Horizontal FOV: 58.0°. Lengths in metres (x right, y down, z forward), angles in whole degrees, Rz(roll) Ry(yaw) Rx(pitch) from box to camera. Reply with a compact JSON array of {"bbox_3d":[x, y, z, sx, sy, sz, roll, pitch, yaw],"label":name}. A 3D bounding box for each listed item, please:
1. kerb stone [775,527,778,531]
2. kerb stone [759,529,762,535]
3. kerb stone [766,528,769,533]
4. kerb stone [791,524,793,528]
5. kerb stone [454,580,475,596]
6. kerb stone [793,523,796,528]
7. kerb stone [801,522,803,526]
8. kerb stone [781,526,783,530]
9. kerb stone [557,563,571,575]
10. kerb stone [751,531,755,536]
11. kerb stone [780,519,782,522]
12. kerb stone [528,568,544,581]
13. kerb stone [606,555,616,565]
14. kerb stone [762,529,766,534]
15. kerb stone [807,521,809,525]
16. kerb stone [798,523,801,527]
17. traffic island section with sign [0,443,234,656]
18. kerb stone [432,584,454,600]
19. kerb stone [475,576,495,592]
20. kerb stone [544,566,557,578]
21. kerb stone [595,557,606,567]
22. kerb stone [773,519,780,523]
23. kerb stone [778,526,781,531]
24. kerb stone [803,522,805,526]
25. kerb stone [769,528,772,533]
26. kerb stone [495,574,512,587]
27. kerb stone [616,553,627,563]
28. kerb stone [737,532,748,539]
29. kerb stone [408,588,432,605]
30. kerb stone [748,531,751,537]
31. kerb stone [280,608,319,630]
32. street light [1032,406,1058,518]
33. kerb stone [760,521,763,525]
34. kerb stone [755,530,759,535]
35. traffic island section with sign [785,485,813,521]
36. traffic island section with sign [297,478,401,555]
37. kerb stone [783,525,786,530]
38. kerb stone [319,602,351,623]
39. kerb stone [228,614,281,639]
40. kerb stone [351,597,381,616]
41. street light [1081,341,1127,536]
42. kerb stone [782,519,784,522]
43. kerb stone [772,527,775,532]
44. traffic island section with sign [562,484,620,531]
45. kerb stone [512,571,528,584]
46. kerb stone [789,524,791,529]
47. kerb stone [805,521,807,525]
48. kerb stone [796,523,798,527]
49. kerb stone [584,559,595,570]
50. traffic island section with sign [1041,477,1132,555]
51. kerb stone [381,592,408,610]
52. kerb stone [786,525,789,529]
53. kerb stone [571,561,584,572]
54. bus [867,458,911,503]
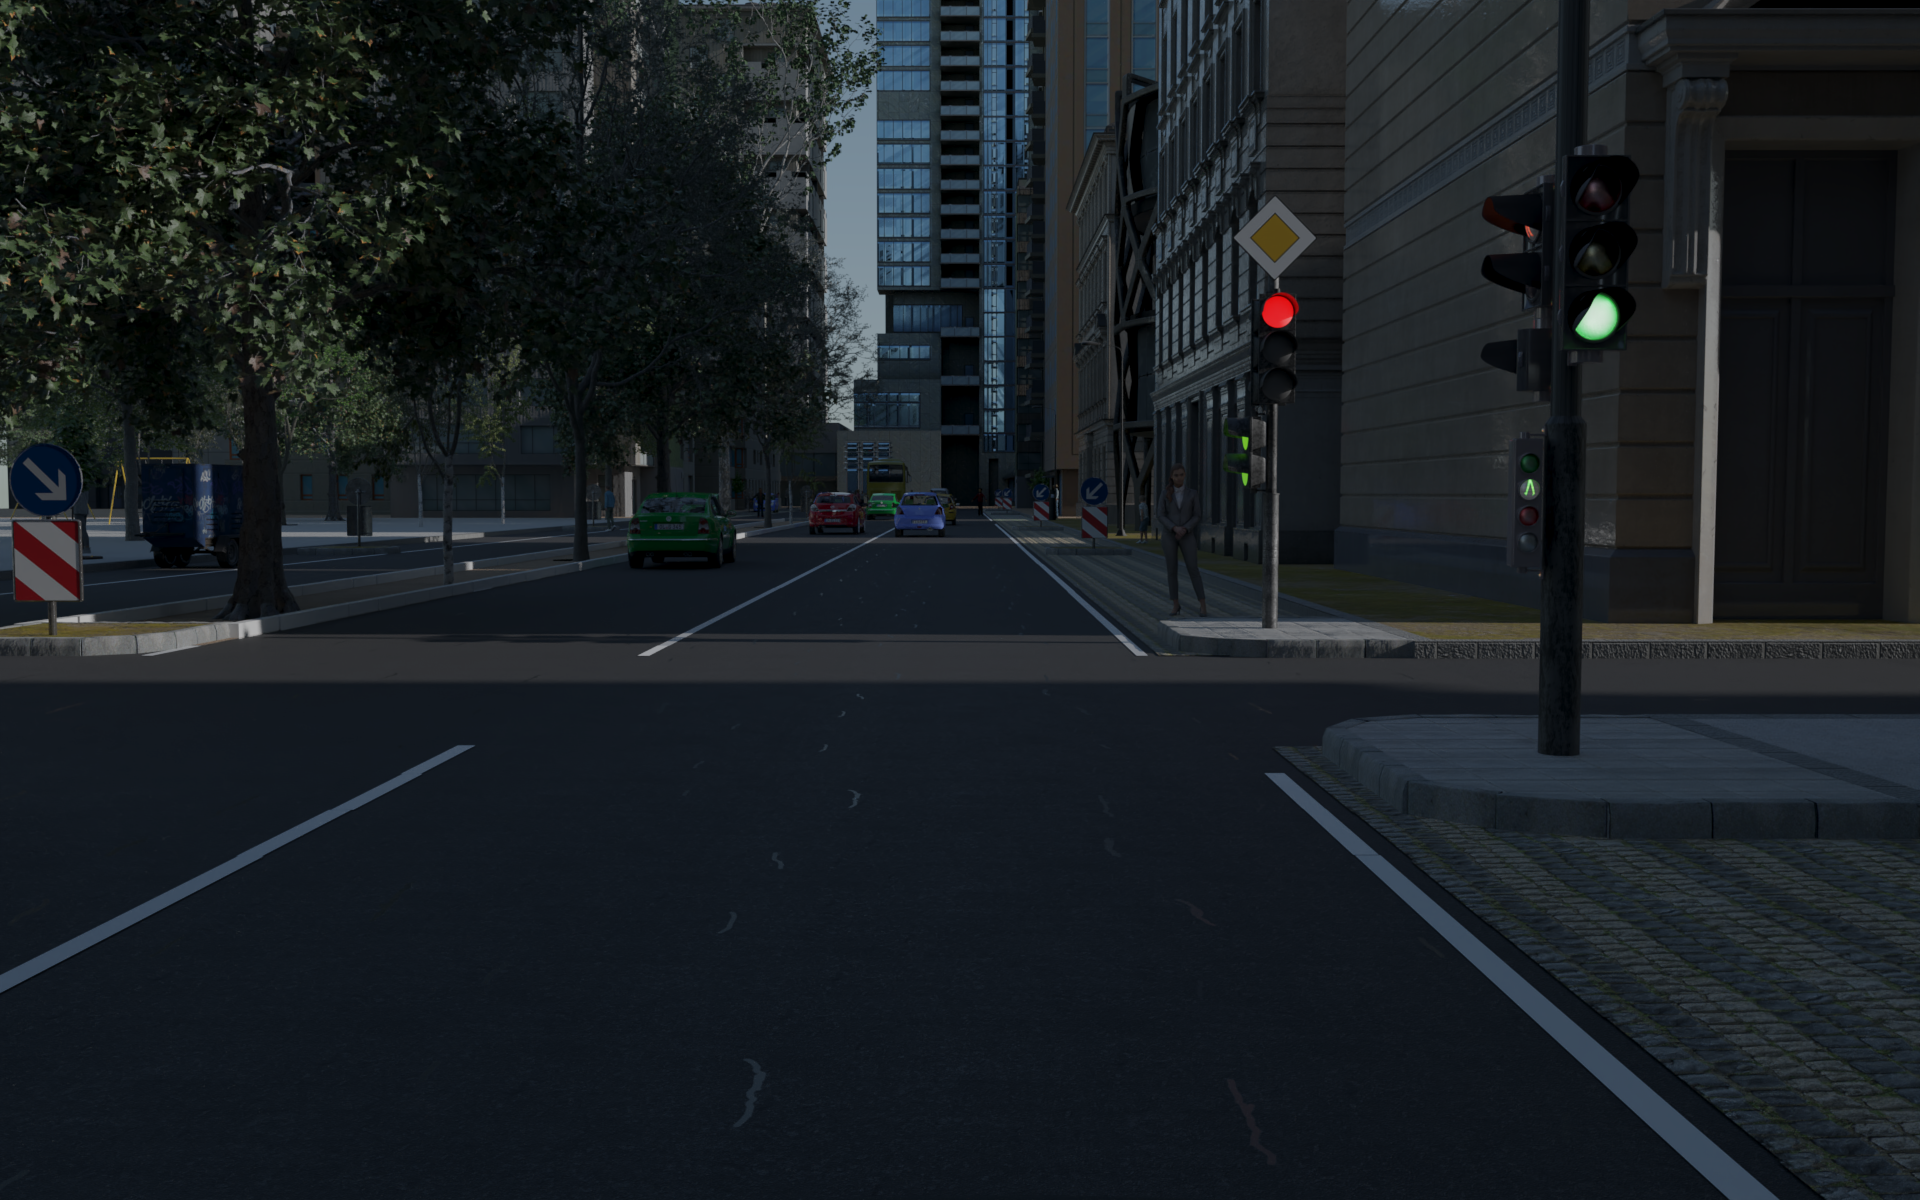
[{"bbox_3d":[-7.139,-2.672,65.890,0.120,0.150,1.000,0,3,0],"label":"kerb stone"},{"bbox_3d":[-7.143,-2.354,60.748,0.120,0.150,1.000,0,3,0],"label":"kerb stone"},{"bbox_3d":[-7.145,-2.484,62.808,0.120,0.150,1.000,0,3,0],"label":"kerb stone"},{"bbox_3d":[-7.144,-3.045,72.029,0.120,0.150,1.000,0,3,0],"label":"kerb stone"},{"bbox_3d":[-7.186,-0.159,24.828,0.120,0.150,1.000,0,3,0],"label":"kerb stone"},{"bbox_3d":[-7.135,-3.110,73.051,0.120,0.150,1.000,0,3,0],"label":"kerb stone"},{"bbox_3d":[-7.139,-3.299,76.134,0.120,0.150,1.000,0,3,0],"label":"kerb stone"},{"bbox_3d":[-7.144,-2.798,67.936,0.120,0.150,1.000,0,3,0],"label":"kerb stone"},{"bbox_3d":[-7.180,-0.537,30.987,0.120,0.150,1.000,0,3,0],"label":"kerb stone"},{"bbox_3d":[-7.153,-2.233,58.702,0.120,0.150,1.000,0,3,0],"label":"kerb stone"},{"bbox_3d":[-9.210,-3.983,87.316,0.120,0.150,1.000,0,3,0],"label":"kerb stone"},{"bbox_3d":[-7.179,-0.412,28.936,0.120,0.150,1.000,0,3,0],"label":"kerb stone"},{"bbox_3d":[-7.173,-0.786,35.086,0.120,0.150,1.000,0,3,0],"label":"kerb stone"},{"bbox_3d":[-7.139,-2.421,61.779,0.120,0.150,1.000,0,3,0],"label":"kerb stone"},{"bbox_3d":[-7.130,-3.480,79.214,0.120,0.150,1.000,0,3,0],"label":"kerb stone"},{"bbox_3d":[-7.128,-3.236,75.109,0.120,0.150,1.000,0,3,0],"label":"kerb stone"},{"bbox_3d":[-8.230,-0.496,16.252,2.006,1.907,1.989,0,3,0],"label":"traffic island section with sign"},{"bbox_3d":[-7.190,-0.098,23.796,0.120,0.150,1.000,0,3,0],"label":"kerb stone"},{"bbox_3d":[-7.180,-0.224,25.857,0.120,0.150,1.000,0,3,0],"label":"kerb stone"},{"bbox_3d":[-7.184,-0.475,29.958,0.120,0.150,1.000,0,3,0],"label":"kerb stone"},{"bbox_3d":[-7.179,-0.726,34.064,0.120,0.150,1.000,0,3,0],"label":"kerb stone"},{"bbox_3d":[-9.215,-3.920,86.286,0.120,0.150,1.000,0,3,0],"label":"kerb stone"},{"bbox_3d":[-7.135,-2.735,66.914,0.120,0.150,1.000,0,3,0],"label":"kerb stone"},{"bbox_3d":[-7.125,-3.362,77.161,0.120,0.150,1.000,0,3,0],"label":"kerb stone"},{"bbox_3d":[-7.147,-2.541,63.831,0.120,0.150,1.000,0,3,0],"label":"kerb stone"},{"bbox_3d":[-7.189,-0.286,26.880,0.120,0.150,1.000,0,3,0],"label":"kerb stone"},{"bbox_3d":[-7.167,-0.852,36.129,0.120,0.150,1.000,0,3,0],"label":"kerb stone"},{"bbox_3d":[-7.155,-2.108,56.656,0.120,0.150,1.000,0,3,0],"label":"kerb stone"},{"bbox_3d":[-7.190,-0.035,22.773,0.120,0.150,1.000,0,3,0],"label":"kerb stone"},{"bbox_3d":[-7.150,-2.170,57.680,0.120,0.150,1.000,0,3,0],"label":"kerb stone"},{"bbox_3d":[-7.186,0.215,18.678,0.120,0.150,1.000,0,3,0],"label":"kerb stone"},{"bbox_3d":[4.491,-7.267,91.356,1.470,5.913,1.316,0,3,0],"label":"street light"},{"bbox_3d":[-9.228,-3.481,79.112,0.120,0.150,1.000,0,3,0],"label":"kerb stone"},{"bbox_3d":[-7.146,-2.295,59.725,0.120,0.150,1.000,0,3,0],"label":"kerb stone"},{"bbox_3d":[-8.157,-5.092,91.391,2.006,1.907,1.989,0,3,0],"label":"traffic island section with sign"},{"bbox_3d":[-14.597,-2.018,41.625,1.989,1.847,2.006,0,3,0],"label":"traffic island section with sign"},{"bbox_3d":[-7.147,-2.857,68.959,0.120,0.150,1.000,0,3,0],"label":"kerb stone"},{"bbox_3d":[-7.192,0.153,19.700,0.120,0.150,1.000,0,3,0],"label":"kerb stone"},{"bbox_3d":[-7.198,0.278,17.643,0.120,0.150,1.000,0,3,0],"label":"kerb stone"},{"bbox_3d":[-7.192,0.091,20.729,0.120,0.150,1.000,0,3,0],"label":"kerb stone"},{"bbox_3d":[4.387,-4.912,52.851,1.470,5.913,1.316,0,3,0],"label":"street light"},{"bbox_3d":[-9.211,-4.046,88.351,0.120,0.150,1.000,0,3,0],"label":"kerb stone"},{"bbox_3d":[-7.142,-2.603,64.859,0.120,0.150,1.000,0,3,0],"label":"kerb stone"},{"bbox_3d":[-14.570,-3.667,68.580,1.989,1.847,2.006,0,3,0],"label":"traffic island section with sign"},{"bbox_3d":[-7.186,-0.348,27.914,0.120,0.150,1.000,0,3,0],"label":"kerb stone"},{"bbox_3d":[-7.138,-2.979,71.007,0.120,0.150,1.000,0,3,0],"label":"kerb stone"},{"bbox_3d":[-7.136,-3.425,78.189,0.120,0.150,1.000,0,3,0],"label":"kerb stone"},{"bbox_3d":[-7.133,-3.168,74.074,0.120,0.150,1.000,0,3,0],"label":"kerb stone"},{"bbox_3d":[-7.174,-0.659,33.033,0.120,0.150,1.000,0,3,0],"label":"kerb stone"},{"bbox_3d":[3.027,-1.991,41.178,1.989,1.847,2.006,0,3,0],"label":"traffic island section with sign"},{"bbox_3d":[-7.188,0.027,21.751,0.120,0.150,1.000,0,3,0],"label":"kerb stone"},{"bbox_3d":[-7.138,-2.923,69.981,0.120,0.150,1.000,0,3,0],"label":"kerb stone"},{"bbox_3d":[-7.175,-0.600,32.009,0.120,0.150,1.000,0,3,0],"label":"kerb stone"},{"bbox_3d":[-4.893,-7.804,119.136,2.896,3.916,12.252,0,4,-1],"label":"bus"}]
